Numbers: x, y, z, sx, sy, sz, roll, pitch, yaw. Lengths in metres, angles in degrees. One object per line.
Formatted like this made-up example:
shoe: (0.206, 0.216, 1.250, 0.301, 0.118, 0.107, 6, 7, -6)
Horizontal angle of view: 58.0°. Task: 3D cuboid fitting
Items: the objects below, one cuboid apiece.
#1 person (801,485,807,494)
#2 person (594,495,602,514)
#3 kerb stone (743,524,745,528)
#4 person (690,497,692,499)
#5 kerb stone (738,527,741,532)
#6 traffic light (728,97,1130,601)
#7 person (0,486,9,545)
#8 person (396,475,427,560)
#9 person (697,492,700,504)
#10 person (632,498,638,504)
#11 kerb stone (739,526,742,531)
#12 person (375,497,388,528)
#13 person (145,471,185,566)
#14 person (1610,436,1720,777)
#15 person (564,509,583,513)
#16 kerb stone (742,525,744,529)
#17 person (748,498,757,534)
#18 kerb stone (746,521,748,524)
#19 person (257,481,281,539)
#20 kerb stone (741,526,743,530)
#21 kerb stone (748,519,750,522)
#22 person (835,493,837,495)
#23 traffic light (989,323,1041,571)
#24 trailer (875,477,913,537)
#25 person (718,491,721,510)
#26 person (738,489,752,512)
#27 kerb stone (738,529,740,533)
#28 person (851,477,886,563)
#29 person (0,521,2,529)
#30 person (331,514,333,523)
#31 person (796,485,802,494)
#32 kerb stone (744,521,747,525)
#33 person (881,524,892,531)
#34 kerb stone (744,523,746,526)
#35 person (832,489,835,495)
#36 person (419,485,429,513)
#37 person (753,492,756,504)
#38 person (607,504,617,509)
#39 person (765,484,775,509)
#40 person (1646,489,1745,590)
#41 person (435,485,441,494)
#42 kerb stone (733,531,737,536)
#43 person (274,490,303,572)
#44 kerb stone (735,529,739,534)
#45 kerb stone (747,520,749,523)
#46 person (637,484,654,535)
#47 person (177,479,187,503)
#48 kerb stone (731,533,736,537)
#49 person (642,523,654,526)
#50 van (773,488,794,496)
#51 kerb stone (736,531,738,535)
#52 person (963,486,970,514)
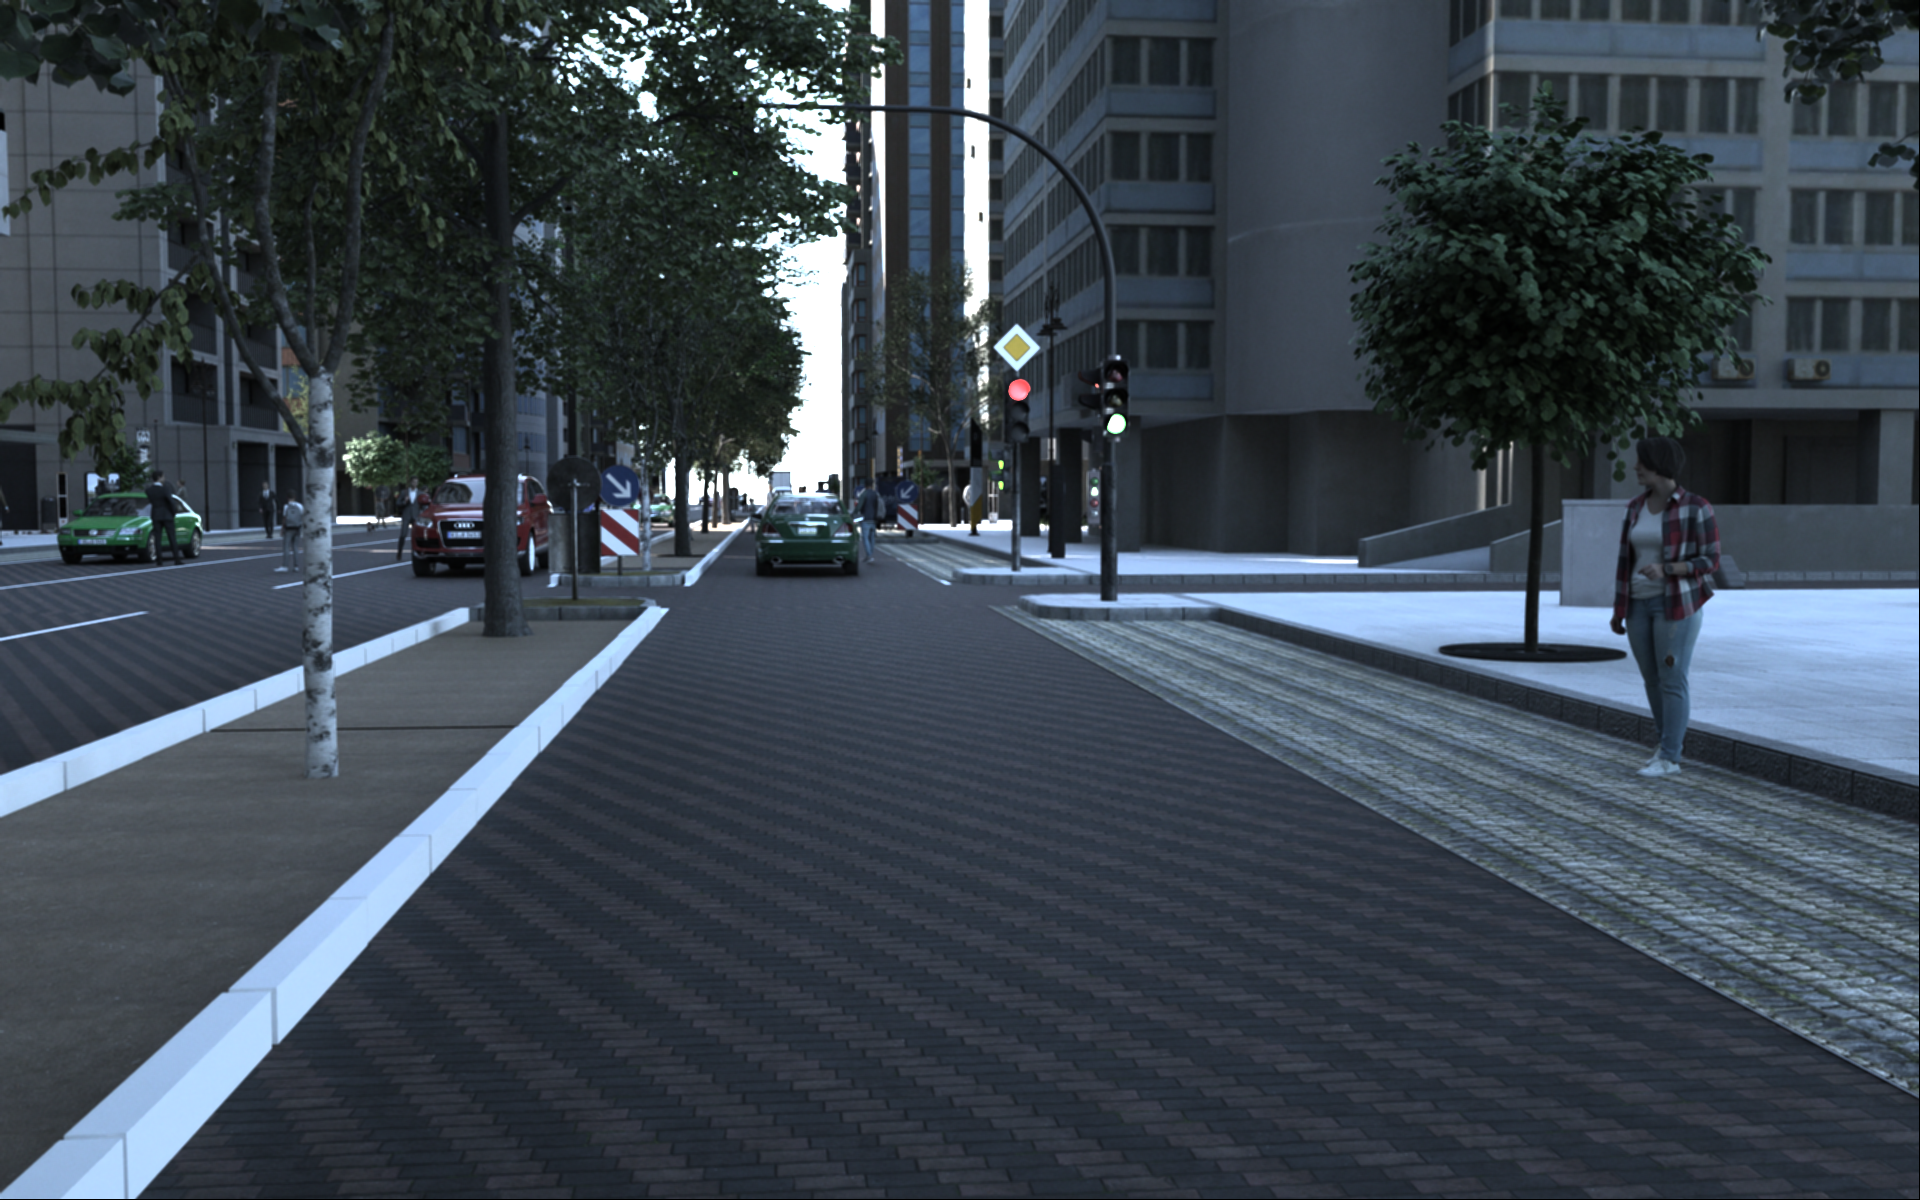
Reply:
person: (-6.742, -4.111, 75.720, 0.388, 1.821, 0.555, -3, 5, -44)
person: (-22.327, -5.986, 106.335, 0.705, 1.831, 1.348, 1, 4, 21)
kerb stone: (-8.705, -2.841, 68.694, 0.120, 0.150, 1.000, 0, 4, -6)
person: (-23.705, -8.576, 149.511, 1.217, 1.735, 0.721, -2, 4, -28)
kerb stone: (-7.942, -2.407, 61.547, 0.120, 0.150, 1.000, 0, 4, -6)
traffic light: (-0.310, -2.795, 20.364, 4.771, 5.953, 1.251, 0, 4, -6)
person: (-24.208, -2.288, 43.357, 0.836, 1.842, 0.656, 3, 5, 44)
person: (-11.791, -1.760, 37.244, 0.622, 1.834, 0.822, -3, 4, -36)
person: (-38.951, -15.201, 257.950, 0.530, 1.710, 0.541, -1, 4, -20)
person: (-18.958, -5.704, 101.622, 0.638, 1.841, 0.748, 0, 4, 4)
kerb stone: (-8.155, -2.530, 63.580, 0.120, 0.150, 1.000, 0, 4, -6)
person: (-24.130, -3.629, 72.106, 0.475, 1.303, 0.640, 1, 4, 21)
person: (-15.991, -1.647, 34.788, 0.648, 1.900, 0.474, 0, 4, -2)
person: (3.609, 0.031, 8.832, 0.643, 1.720, 0.563, -2, 4, -28)
person: (-10.618, -2.389, 47.743, 0.419, 1.800, 0.721, 3, 5, 43)
kerb stone: (-8.489, -2.719, 66.650, 0.120, 0.150, 1.000, 0, 4, -6)
person: (-7.550, -3.064, 62.871, 0.425, 1.301, 0.394, 2, 4, 25)
kerb stone: (-9.465, -3.278, 75.827, 0.120, 0.150, 1.000, 0, 4, -6)
person: (-22.086, -2.875, 55.278, 0.659, 1.850, 0.755, -1, 4, -13)
kerb stone: (-8.268, -2.594, 64.605, 0.120, 0.150, 1.000, 0, 4, -6)
kerb stone: (-10.011, -3.592, 80.930, 0.120, 0.150, 1.000, 0, 4, -6)
person: (-13.729, -11.327, 191.196, 0.705, 1.831, 1.348, 2, 4, 24)
traffic light: (0.912, -2.431, 28.667, 0.839, 4.253, 0.868, 0, 4, -6)
trailer: (-2.360, -3.135, 58.299, 1.471, 1.999, 3.904, 0, 4, -5)
person: (-21.430, -8.843, 153.746, 0.551, 1.740, 0.621, 2, 4, 35)
person: (-16.980, -7.848, 136.821, 1.348, 1.823, 0.705, -1, 4, -22)
kerb stone: (-7.723, -2.283, 59.515, 0.120, 0.150, 1.000, 0, 4, -6)
person: (-1.901, -1.671, 36.174, 0.721, 1.781, 0.623, 3, 5, 40)
person: (-19.057, -1.297, 33.979, 0.475, 1.303, 0.640, -2, 4, -24)
person: (-22.872, -3.256, 62.311, 0.524, 1.755, 0.480, 1, 4, 15)
person: (-7.160, -4.232, 77.696, 0.555, 1.821, 0.388, -1, 4, -21)
kerb stone: (-9.249, -3.156, 73.791, 0.120, 0.150, 1.000, 0, 4, -6)
person: (-2.890, -3.576, 67.517, 0.519, 1.759, 0.362, 3, 4, 36)
kerb stone: (-8.918, -2.968, 70.726, 0.120, 0.150, 1.000, 0, 4, -6)
person: (-12.998, -10.357, 175.913, 0.750, 1.759, 0.617, 0, 4, 8)
person: (-16.269, -2.639, 52.649, 0.522, 1.701, 0.512, -2, 4, -29)
person: (-28.797, -14.230, 241.602, 0.568, 1.767, 0.683, -2, 4, -23)
person: (-12.174, -3.233, 61.324, 0.622, 1.834, 0.822, 0, 4, -8)
person: (-7.884, -3.863, 71.543, 0.818, 1.842, 0.514, 0, 4, 5)
person: (10.395, -0.983, 24.793, 0.699, 1.804, 1.509, -2, 4, -32)
person: (-20.505, -3.636, 68.289, 0.374, 1.781, 0.599, -2, 4, -34)
kerb stone: (-7.286, -2.033, 55.440, 0.120, 0.150, 1.000, 0, 4, -6)
person: (-12.407, -1.284, 32.097, 0.523, 1.515, 0.503, 0, 4, 4)
kerb stone: (-7.620, -2.220, 58.498, 0.120, 0.150, 1.000, 0, 4, -6)
kerb stone: (-9.685, -3.401, 77.869, 0.120, 0.150, 1.000, 0, 4, -6)
person: (-11.035, -3.195, 60.707, 0.580, 1.828, 0.573, -2, 4, -25)
person: (-25.059, -3.003, 55.697, 0.362, 1.759, 0.519, -2, 4, -34)
kerb stone: (-7.072, -1.909, 53.400, 0.120, 0.150, 1.000, 0, 4, -6)
person: (-14.114, -4.263, 78.003, 0.655, 1.846, 0.447, -2, 4, -33)
van: (-12.011, -6.759, 117.525, 2.013, 2.044, 4.112, 0, 4, -7)
kerb stone: (-7.397, -2.096, 56.460, 0.120, 0.150, 1.000, 0, 4, -6)
person: (0.430, -3.620, 65.075, 0.661, 1.843, 0.795, -1, 4, -23)
